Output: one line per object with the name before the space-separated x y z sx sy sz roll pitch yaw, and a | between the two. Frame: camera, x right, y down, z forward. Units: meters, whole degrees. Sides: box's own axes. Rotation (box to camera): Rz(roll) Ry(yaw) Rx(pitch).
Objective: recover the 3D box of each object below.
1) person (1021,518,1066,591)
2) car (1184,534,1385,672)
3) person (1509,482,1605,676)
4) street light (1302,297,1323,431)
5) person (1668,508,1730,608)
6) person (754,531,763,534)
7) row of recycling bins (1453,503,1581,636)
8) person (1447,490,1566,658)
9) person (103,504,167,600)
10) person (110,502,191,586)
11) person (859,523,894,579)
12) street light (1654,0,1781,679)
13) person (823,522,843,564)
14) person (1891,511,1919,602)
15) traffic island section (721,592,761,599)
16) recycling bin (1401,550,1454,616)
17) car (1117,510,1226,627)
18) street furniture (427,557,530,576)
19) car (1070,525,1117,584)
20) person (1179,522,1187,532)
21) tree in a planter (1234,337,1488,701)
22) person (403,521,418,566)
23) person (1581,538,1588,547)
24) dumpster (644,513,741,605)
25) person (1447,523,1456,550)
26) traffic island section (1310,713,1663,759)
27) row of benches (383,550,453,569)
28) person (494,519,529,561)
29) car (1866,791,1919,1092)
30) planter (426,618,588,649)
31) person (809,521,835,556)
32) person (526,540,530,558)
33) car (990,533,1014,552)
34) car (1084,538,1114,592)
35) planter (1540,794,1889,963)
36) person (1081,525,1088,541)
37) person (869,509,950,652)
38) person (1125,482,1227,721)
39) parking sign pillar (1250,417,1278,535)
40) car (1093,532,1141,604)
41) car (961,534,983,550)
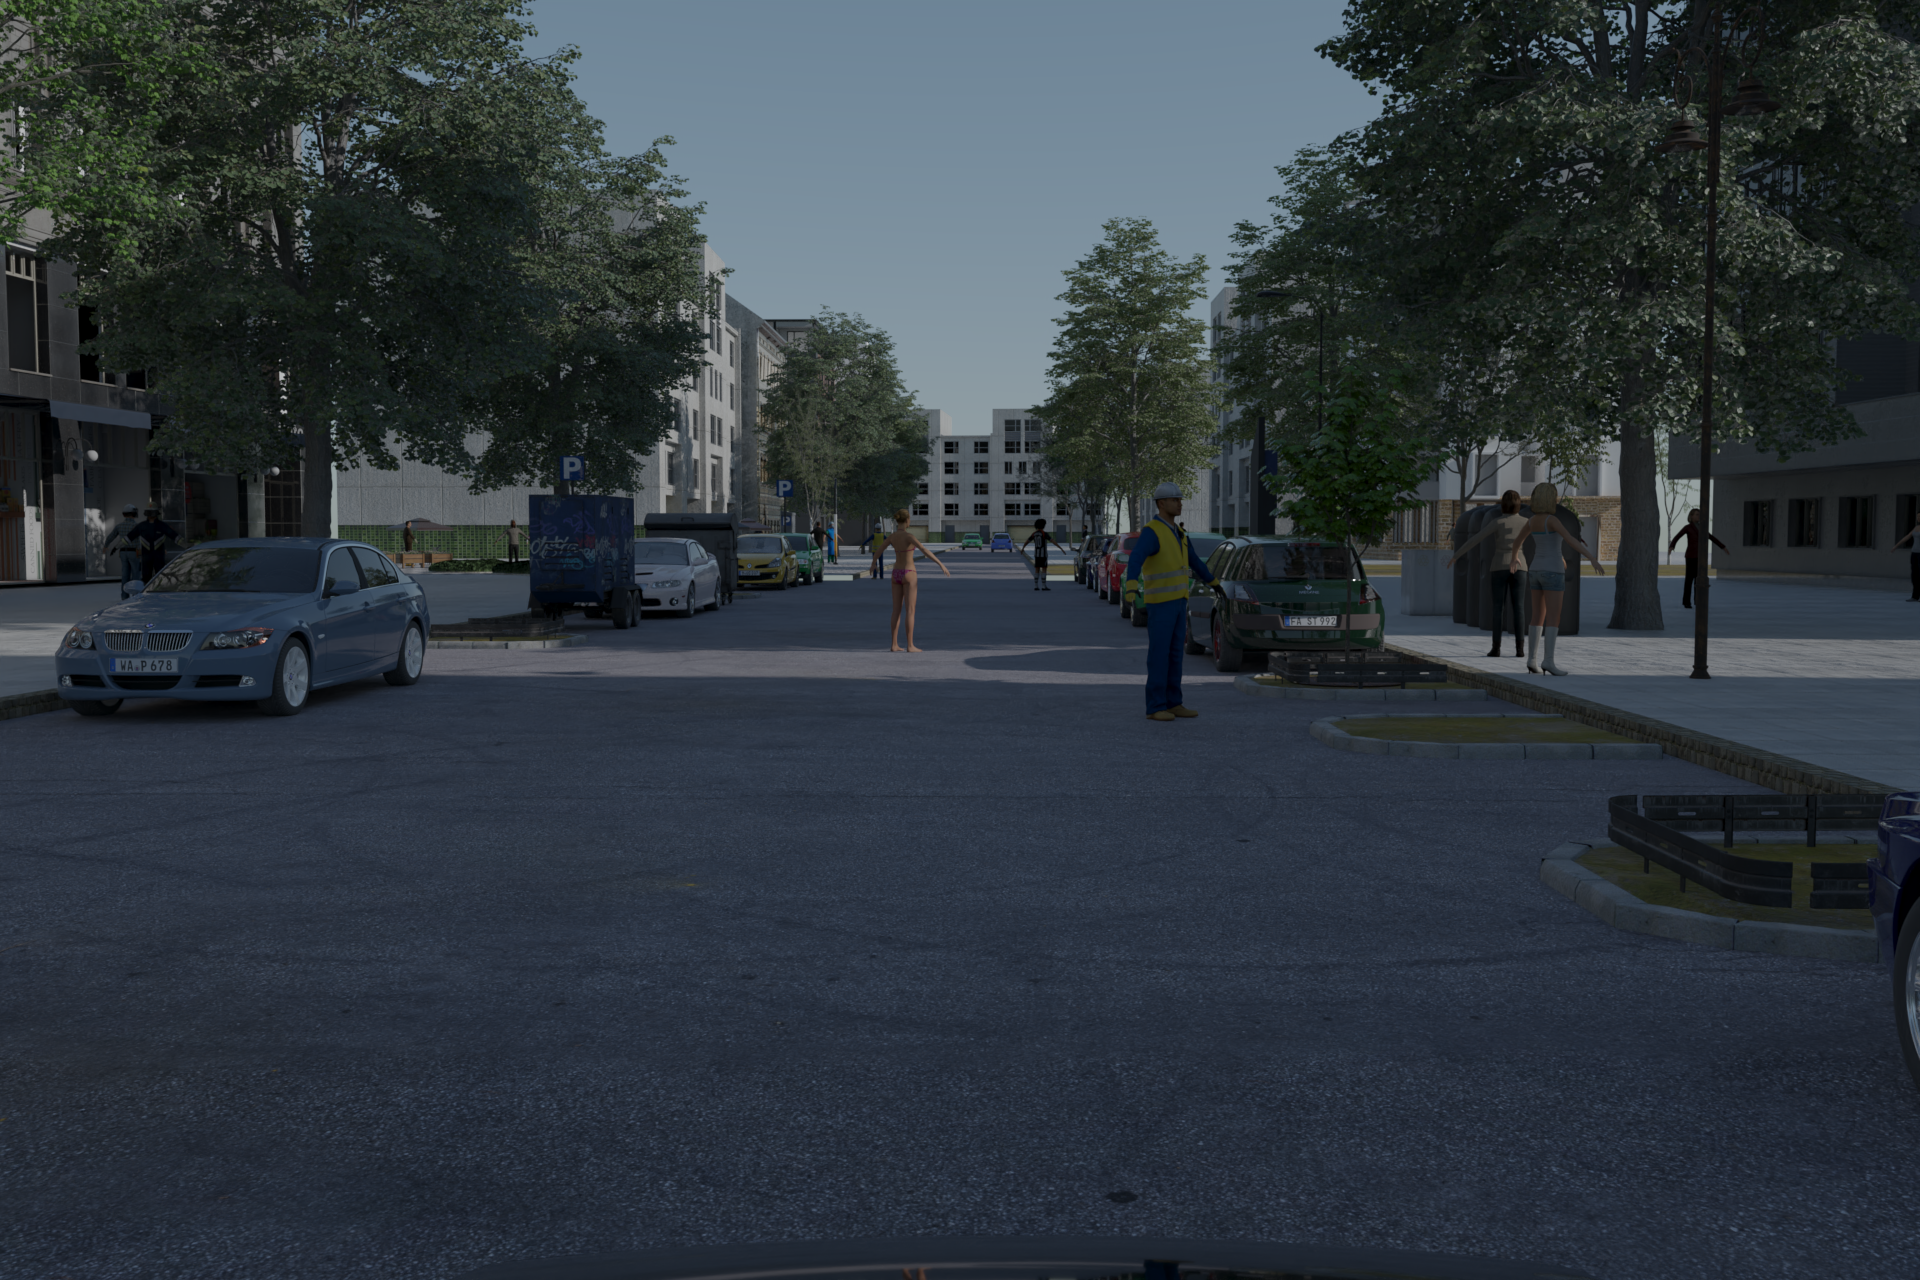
person | 2.066 -2.157 43.867 1.345 1.843 0.704 3 4 36
car | 3.521 -0.587 19.384 2.009 1.686 4.222 0 4 0
person | 5.404 -0.561 15.786 0.721 1.753 1.214 -1 4 -21
street light | 7.440 -3.709 33.188 1.470 5.913 1.316 0 4 1
person | 12.709 -1.408 29.835 1.215 1.729 0.721 -1 4 -16
person | -10.427 -5.100 89.161 0.705 1.856 1.354 -3 5 -40
row of recycling bins | 7.468 -1.002 23.498 1.069 1.692 3.534 0 4 2
person | 5.719 -0.694 18.100 1.215 1.744 0.721 0 4 5
person | -15.771 -1.661 32.990 1.345 1.849 0.704 1 4 11
person | -14.185 -1.503 30.440 1.351 1.845 0.704 -1 4 -14
person | -2.620 -2.813 54.911 1.216 1.772 0.721 -1 4 -20
street light | 6.575 -2.594 15.206 0.468 5.910 1.993 0 4 1
person | -5.537 -4.204 74.858 0.704 1.817 1.347 3 4 36
person | 18.077 -1.584 32.702 0.721 1.737 1.217 -1 4 -14
traffic island section | -5.521 -0.982 38.920 1.991 0.108 1.994 0 4 1
recycling bin | 7.431 -0.913 27.475 0.722 1.027 0.722 0 4 2
car | 3.576 -1.181 28.102 1.959 1.807 4.718 0 4 1
street furniture | -12.857 -2.464 55.916 5.734 0.657 10.072 -3 4 -38
car | 4.257 -2.509 50.812 2.009 1.686 4.222 0 4 1
person | 9.515 -4.161 74.218 1.347 1.806 0.705 3 5 42
tree in a planter | 3.560 -1.136 15.802 1.991 3.239 1.994 0 4 1
person | -21.883 -3.833 68.807 0.704 1.812 1.346 -3 4 -37
person | 17.703 -2.715 50.500 1.345 1.816 0.704 -1 4 -22
dumpster | -5.456 -1.653 35.239 1.865 1.857 1.264 0 4 1
person | 22.272 -4.390 78.040 0.705 1.796 1.348 -1 4 -18
traffic island section | 3.493 0.663 12.018 1.991 0.108 1.994 0 4 1
row of benches | -20.721 -3.018 64.799 1.422 0.672 4.104 2 4 29
person | -16.054 -3.435 62.285 1.348 1.813 0.705 -1 4 -19
car | 3.175 0.592 2.904 1.945 1.354 3.894 0 4 2
planter | -5.947 -0.087 22.569 1.991 0.319 1.994 0 4 1
person | -5.829 -3.993 71.510 1.346 1.802 0.704 1 4 12
person | -21.308 -4.716 86.369 0.599 1.433 0.991 2 4 24
car | 3.286 -7.754 136.366 1.945 1.707 3.694 0 4 2
car | 4.152 -1.917 43.922 1.945 1.354 3.894 0 3 0
planter | 3.387 0.880 6.760 1.991 0.319 1.994 0 4 1
person | 6.176 -4.886 86.610 0.721 1.740 1.216 1 4 10
person | -0.639 -0.725 21.108 1.217 1.733 0.721 3 4 36
person | 1.629 -0.305 13.420 0.705 1.833 1.349 3 5 39
parking sign pillar | 7.080 -3.183 40.517 1.447 3.967 1.447 0 4 1
car | 3.925 -1.695 36.747 2.155 1.783 4.494 0 4 0
car | 1.078 -8.892 154.181 1.959 1.807 4.718 0 4 1
